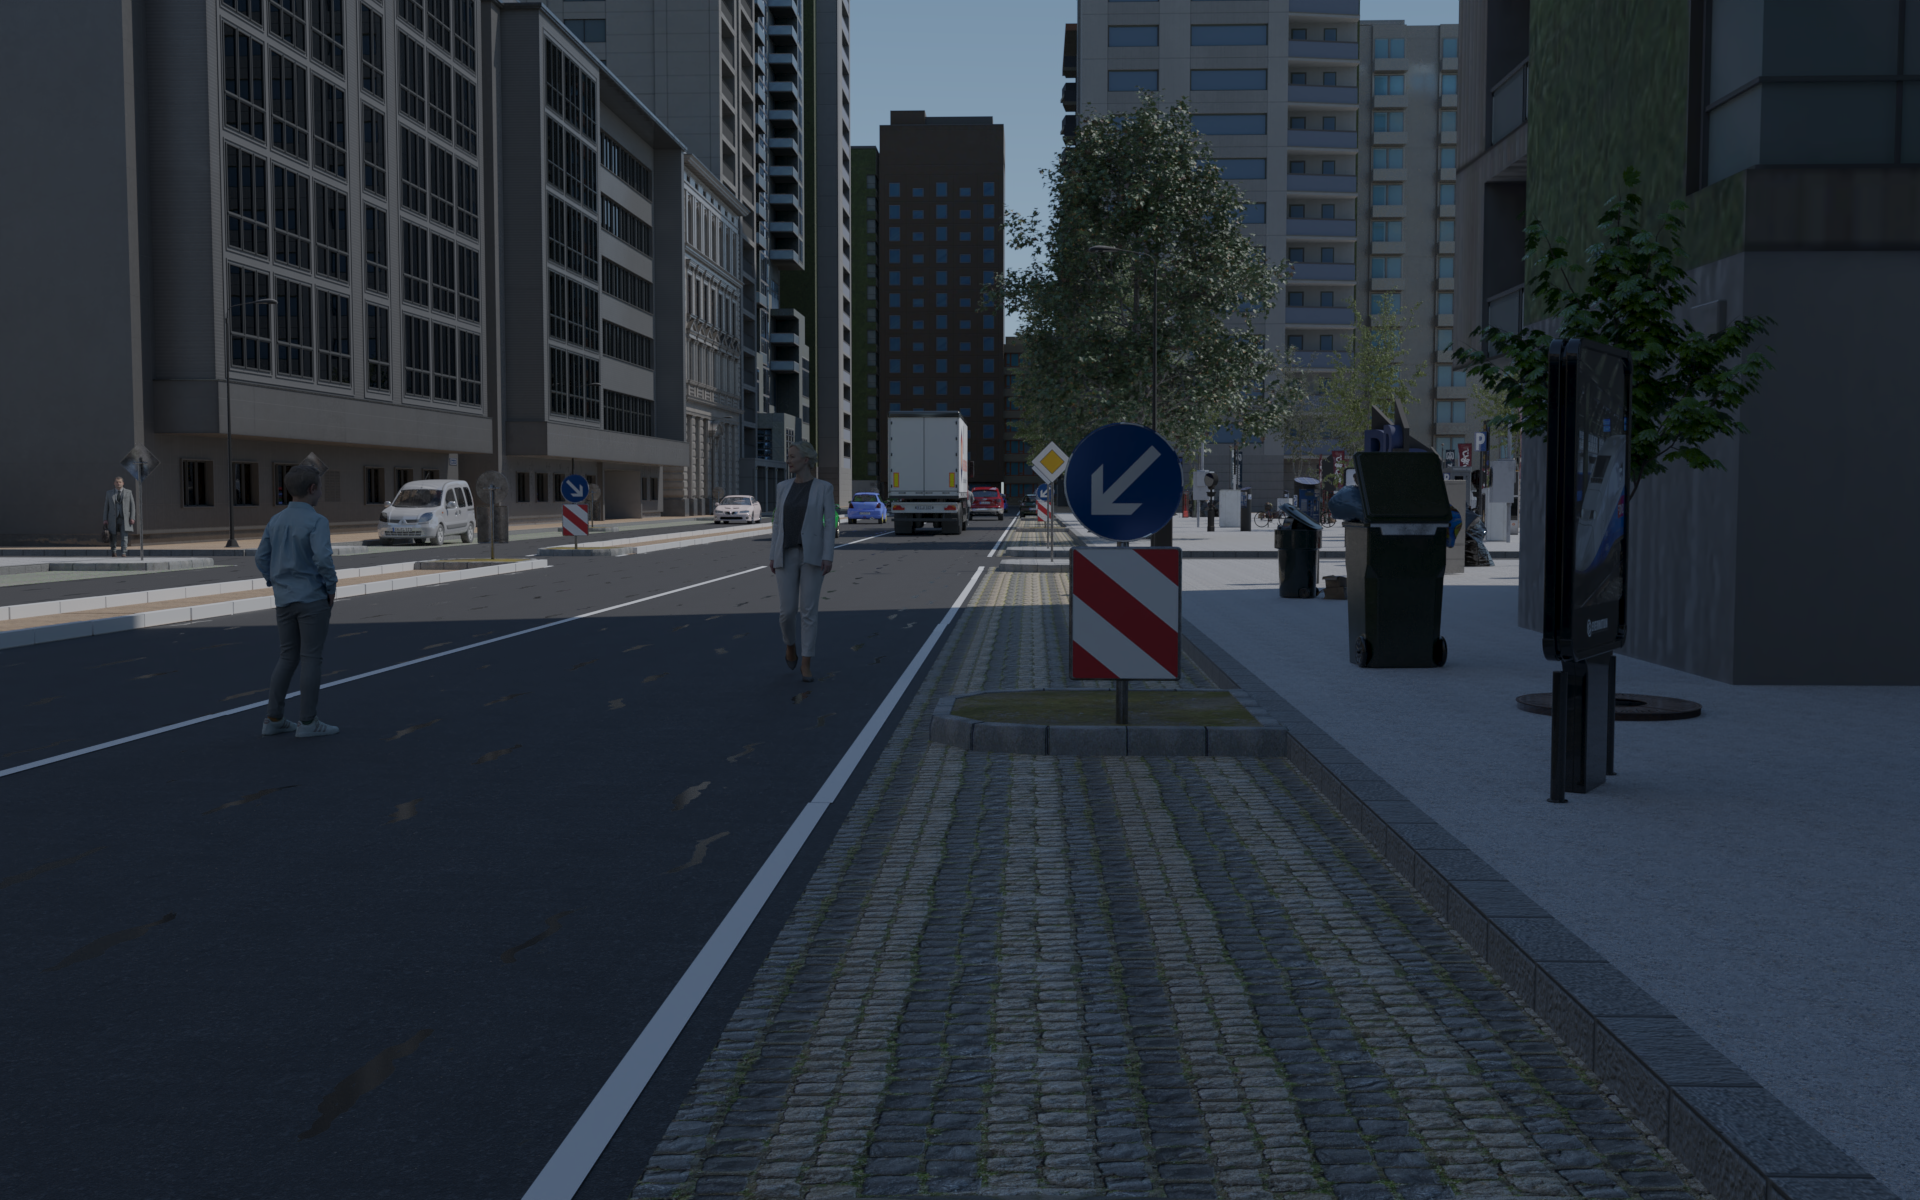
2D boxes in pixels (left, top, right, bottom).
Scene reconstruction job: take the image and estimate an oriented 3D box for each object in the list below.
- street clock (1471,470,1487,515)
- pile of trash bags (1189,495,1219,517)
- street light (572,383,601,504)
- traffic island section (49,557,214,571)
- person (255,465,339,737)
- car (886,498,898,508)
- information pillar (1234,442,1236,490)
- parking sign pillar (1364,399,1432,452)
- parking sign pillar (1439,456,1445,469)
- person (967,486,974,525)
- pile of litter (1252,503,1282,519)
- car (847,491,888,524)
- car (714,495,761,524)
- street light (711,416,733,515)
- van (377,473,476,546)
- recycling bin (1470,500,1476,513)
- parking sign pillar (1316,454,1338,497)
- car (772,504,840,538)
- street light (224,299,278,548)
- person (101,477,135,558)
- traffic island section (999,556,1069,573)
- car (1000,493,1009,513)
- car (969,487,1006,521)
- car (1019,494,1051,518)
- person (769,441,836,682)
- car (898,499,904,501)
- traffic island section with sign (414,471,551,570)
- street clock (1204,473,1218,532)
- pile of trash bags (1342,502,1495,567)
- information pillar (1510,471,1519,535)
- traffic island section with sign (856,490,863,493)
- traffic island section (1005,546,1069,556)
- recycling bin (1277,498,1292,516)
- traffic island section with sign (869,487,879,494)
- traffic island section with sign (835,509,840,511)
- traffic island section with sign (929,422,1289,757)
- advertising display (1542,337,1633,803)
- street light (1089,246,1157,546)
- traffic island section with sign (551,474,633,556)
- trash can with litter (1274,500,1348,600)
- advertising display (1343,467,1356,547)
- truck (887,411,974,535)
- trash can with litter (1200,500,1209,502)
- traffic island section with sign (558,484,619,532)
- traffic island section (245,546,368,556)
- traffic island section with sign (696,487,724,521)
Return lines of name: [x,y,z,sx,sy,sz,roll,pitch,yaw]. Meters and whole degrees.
street clock: [15.326,-2.857,51.276,0.471,2.002,0.358,1,4,15]
pile of trash bags: [13.609,-5.343,97.103,1.912,1.369,3.447,-1,4,-10]
street light: [-15.709,-6.122,72.643,1.470,5.913,1.316,0,4,2]
traffic island section: [-15.819,-0.683,33.452,2.009,0.180,2.903,0,4,2]
person: [-3.888,0.003,10.259,0.589,1.601,0.330,2,4,33]
car: [-6.915,-10.772,185.902,2.009,1.686,4.222,0,4,4]
information pillar: [11.779,-5.072,74.282,0.183,3.616,0.504,1,4,10]
parking sign pillar: [12.164,-3.658,48.284,1.447,3.967,1.447,0,4,2]
parking sign pillar: [26.942,-6.714,98.244,1.447,3.967,1.447,-1,4,-17]
person: [0.332,-4.330,79.142,0.661,1.843,0.795,-1,4,-17]
pile of litter: [16.156,-4.712,91.007,1.719,0.858,1.176,1,4,19]
car: [-4.475,-4.537,83.779,1.945,1.707,3.694,0,4,1]
car: [-10.750,-4.376,83.909,2.083,1.381,4.827,0,4,1]
street light: [-14.279,-8.023,103.719,1.470,5.913,1.316,0,4,2]
van: [-15.067,-2.567,48.988,2.013,2.044,4.112,0,4,2]
recycling bin: [21.776,-3.739,73.684,0.722,1.027,0.722,0,4,7]
parking sign pillar: [22.949,-7.322,108.192,1.447,3.967,1.447,2,4,34]
car: [-4.869,-2.831,55.075,1.959,1.807,4.718,0,4,2]
street light: [-16.939,-4.211,41.389,1.470,5.913,1.316,0,4,2]
person: [-18.610,-1.815,38.275,0.694,1.812,0.767,-2,4,-24]
traffic island section: [1.757,-0.639,32.722,2.009,0.180,2.903,0,4,2]
car: [2.801,-7.581,133.535,1.945,1.707,3.694,0,4,4]
car: [1.380,-5.287,95.122,2.281,1.827,5.304,0,4,1]
car: [4.453,-5.687,102.765,2.009,1.686,4.222,0,4,4]
person: [-1.231,-0.314,13.517,0.514,1.842,0.818,0,4,-5]
car: [-3.262,-6.755,119.477,2.155,1.783,4.494,0,4,1]
traffic island section with sign: [-9.214,-1.546,33.413,2.006,1.907,1.989,0,4,2]
street clock: [8.546,-3.325,58.941,0.358,2.002,0.471,-2,4,-35]
pile of trash bags: [8.162,-1.340,31.669,1.912,1.369,3.447,-1,4,-21]
information pillar: [17.384,-3.053,54.412,0.304,2.012,0.304,1,4,9]
traffic island section with sign: [-9.828,-9.874,170.064,1.989,1.847,2.006,0,4,2]
traffic island section: [2.087,-1.127,40.700,2.009,0.180,2.903,0,4,2]
recycling bin: [19.261,-5.514,102.706,0.722,1.027,0.722,2,4,28]
traffic island section with sign: [-5.798,-6.590,115.889,2.006,1.907,1.989,0,4,2]
traffic island section with sign: [-10.955,-8.227,143.133,1.989,1.847,2.006,0,4,2]
traffic island section with sign: [0.832,-0.106,10.354,1.989,1.847,2.006,0,4,2]
advertising display: [2.729,-0.141,7.523,0.123,1.923,0.974,2,4,34]
street light: [3.109,-3.670,32.539,1.470,5.913,1.316,0,4,2]
traffic island section with sign: [-8.898,-1.999,40.814,2.006,1.907,1.989,0,4,2]
trash can with litter: [4.411,-0.609,21.338,1.055,1.170,0.624,2,4,29]
advertising display: [9.797,-2.254,42.074,0.974,1.923,0.123,0,4,-2]
truck: [-1.022,-4.599,64.105,2.839,4.237,11.283,0,4,2]
trash can with litter: [14.291,-5.557,102.242,0.624,1.170,1.055,2,4,24]
traffic island section with sign: [-14.132,-3.518,66.150,1.989,1.847,2.006,0,4,2]
traffic island section: [-15.489,-1.171,41.430,2.009,0.180,2.903,0,4,2]
traffic island section with sign: [-13.014,-5.165,93.082,1.989,1.847,2.006,0,4,2]
